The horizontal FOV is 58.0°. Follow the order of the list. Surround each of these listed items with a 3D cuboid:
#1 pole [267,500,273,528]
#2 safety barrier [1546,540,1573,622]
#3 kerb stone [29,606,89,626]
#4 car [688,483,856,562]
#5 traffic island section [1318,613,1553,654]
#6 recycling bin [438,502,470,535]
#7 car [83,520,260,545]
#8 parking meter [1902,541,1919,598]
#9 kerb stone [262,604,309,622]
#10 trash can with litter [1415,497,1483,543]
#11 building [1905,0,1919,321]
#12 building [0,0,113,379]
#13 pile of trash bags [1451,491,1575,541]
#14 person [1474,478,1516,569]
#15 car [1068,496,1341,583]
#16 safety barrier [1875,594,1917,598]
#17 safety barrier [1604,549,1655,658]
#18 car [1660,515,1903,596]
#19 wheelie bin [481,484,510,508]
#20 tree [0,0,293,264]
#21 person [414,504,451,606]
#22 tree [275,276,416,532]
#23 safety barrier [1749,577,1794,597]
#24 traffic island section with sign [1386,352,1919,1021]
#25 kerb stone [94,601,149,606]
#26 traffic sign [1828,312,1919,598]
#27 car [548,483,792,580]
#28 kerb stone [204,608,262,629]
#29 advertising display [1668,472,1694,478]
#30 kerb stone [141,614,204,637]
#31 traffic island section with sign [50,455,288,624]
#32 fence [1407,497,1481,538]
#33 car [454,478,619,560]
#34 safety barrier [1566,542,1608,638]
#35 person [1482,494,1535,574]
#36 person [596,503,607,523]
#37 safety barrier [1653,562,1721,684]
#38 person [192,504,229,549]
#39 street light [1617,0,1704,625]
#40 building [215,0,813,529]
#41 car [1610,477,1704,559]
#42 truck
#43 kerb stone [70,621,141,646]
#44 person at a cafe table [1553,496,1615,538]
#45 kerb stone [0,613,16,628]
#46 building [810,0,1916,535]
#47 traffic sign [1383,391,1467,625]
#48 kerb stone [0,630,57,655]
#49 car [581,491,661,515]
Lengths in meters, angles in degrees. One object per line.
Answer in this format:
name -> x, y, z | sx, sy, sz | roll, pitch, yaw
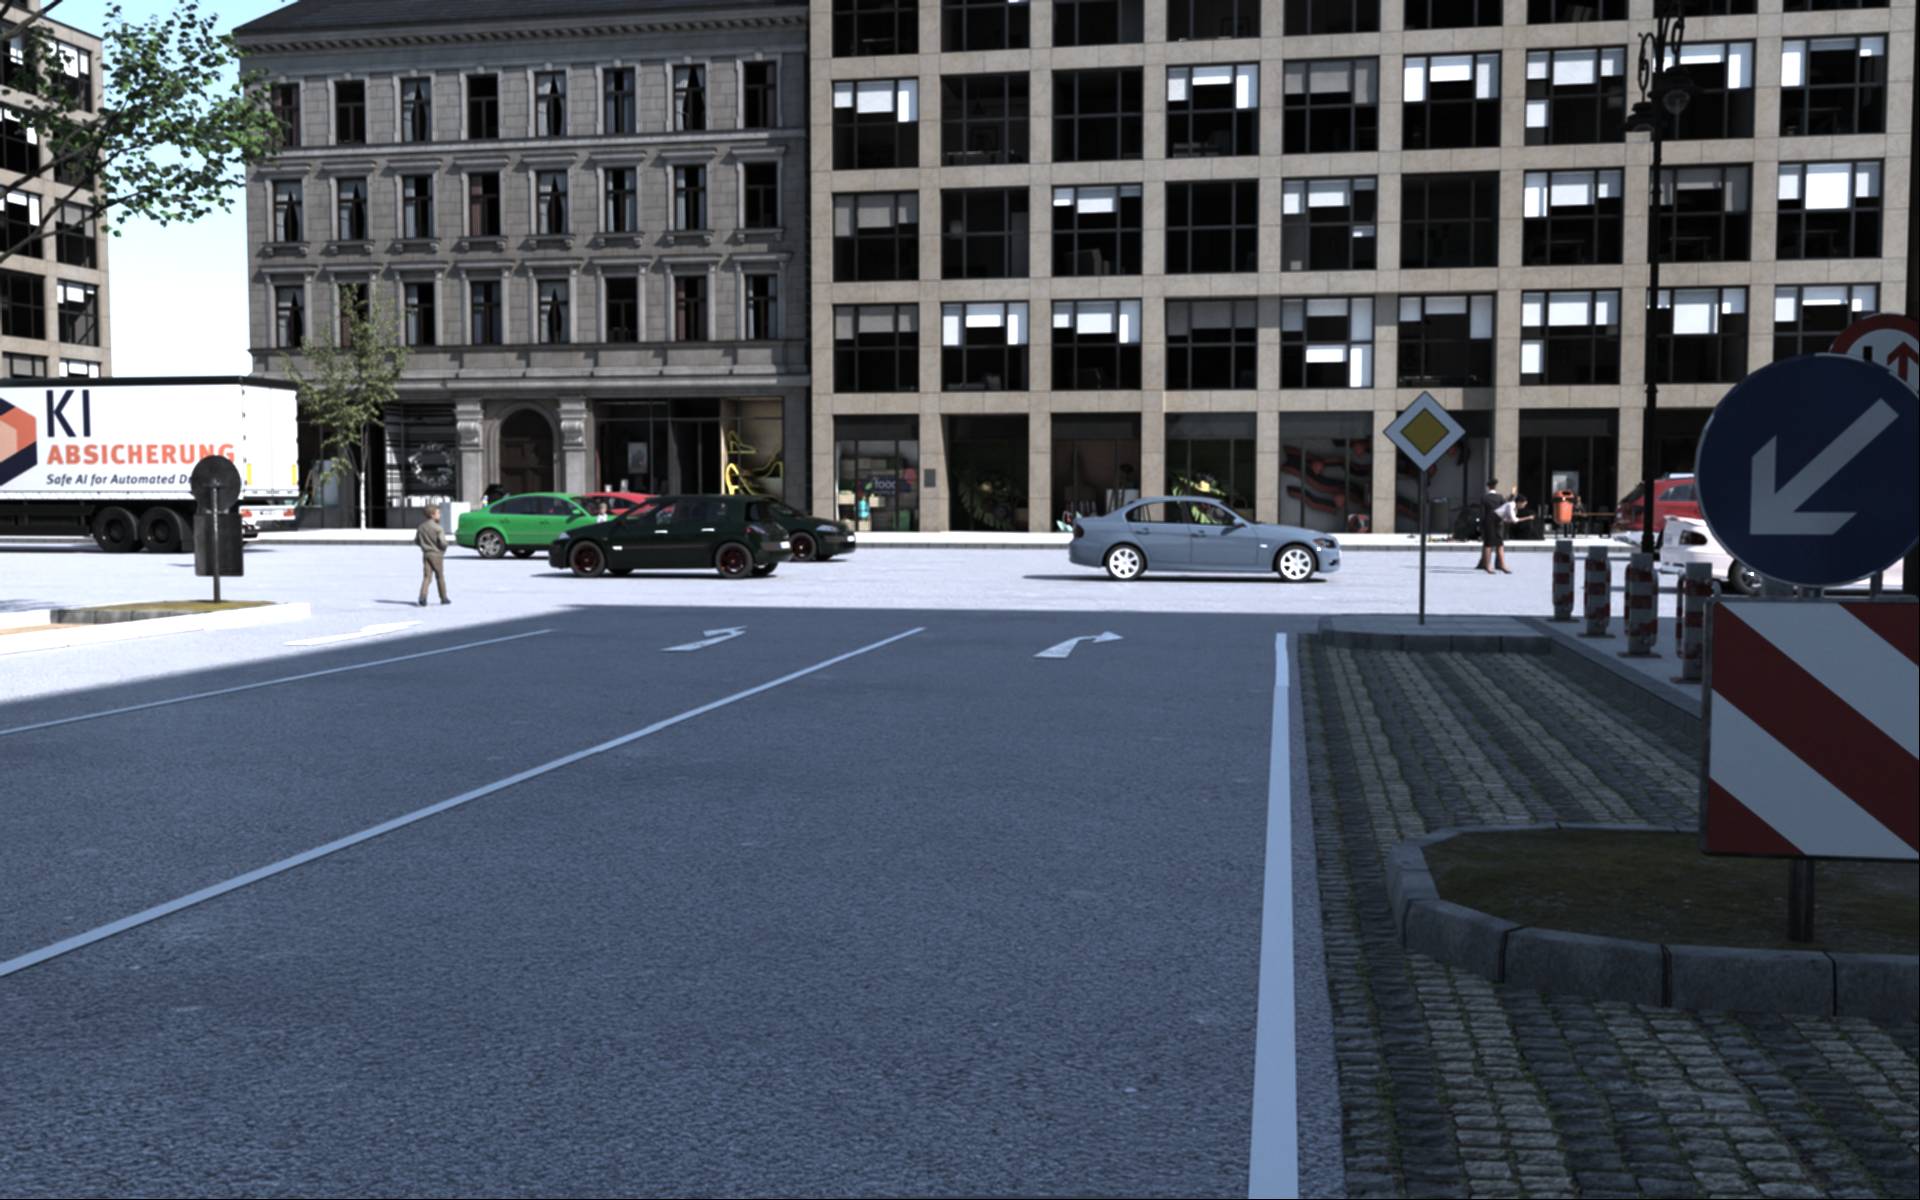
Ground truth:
pole -> -24.018, -4.057, 60.182 | 0.158, 3.312, 0.155 | 0, 3, 0
safety barrier -> 6.062, -0.192, 17.407 | 0.300, 0.817, 1.120 | 1, 4, 11
kerb stone -> -10.037, 0.181, 19.228 | 0.120, 0.150, 1.000 | 1, 4, 11
car -> -4.348, -1.682, 37.279 | 4.222, 1.686, 2.009 | 1, 4, 12
traffic island section -> 4.563, 0.320, 17.043 | 2.009, 0.180, 2.903 | 1, 4, 11
recycling bin -> -15.879, -2.560, 54.415 | 0.722, 1.027, 0.722 | 3, 4, 38
car -> -21.641, -2.154, 47.584 | 4.827, 1.381, 2.083 | 1, 4, 12
parking meter -> 5.435, -0.073, 9.600 | 0.372, 1.533, 0.369 | 0, 3, 0
kerb stone -> -7.789, 0.147, 19.853 | 0.120, 0.150, 1.000 | 1, 4, 11
trash can with litter -> 13.229, -2.154, 46.272 | 2.233, 1.210, 1.678 | 0, 4, 7
building -> 44.767, -13.683, 56.997 | 30.059, 22.955, 16.112 | 1, 4, 11
building -> -59.878, -16.723, 77.942 | 34.151, 26.468, 19.350 | 1, 4, 11
pile of trash bags -> 15.626, -2.366, 48.430 | 3.447, 1.369, 1.912 | -1, 4, -17
person -> 10.213, -1.449, 33.002 | 0.742, 1.727, 0.445 | -2, 4, -30
car -> 4.060, -1.032, 28.878 | 4.499, 1.417, 2.014 | 1, 4, 9
safety barrier -> 4.300, 0.385, 7.980 | 0.300, 0.817, 1.120 | 1, 4, 11
safety barrier -> 5.357, 0.039, 13.633 | 0.300, 0.817, 1.120 | 1, 4, 11
car -> 12.684, -0.772, 24.979 | 4.827, 1.381, 2.083 | 1, 4, 10
wheelie bin -> -14.321, -2.793, 53.574 | 0.693, 1.594, 0.980 | 2, 4, 25
tree -> -9.388, -5.312, 15.057 | 9.928, 11.665, 9.643 | 0, 3, 0
person -> -6.796, -0.581, 22.269 | 0.475, 1.303, 0.640 | 1, 4, 9
tree -> -20.318, -6.588, 58.079 | 4.737, 8.622, 4.395 | 0, 3, 0
safety barrier -> 4.646, 0.270, 9.866 | 0.300, 0.817, 1.120 | 1, 4, 11
traffic island section with sign -> 2.451, 0.181, 5.663 | 1.989, 1.847, 2.006 | 1, 4, 11
kerb stone -> -9.849, 0.120, 20.237 | 0.120, 0.150, 1.000 | 1, 4, 11
traffic sign -> 6.514, -0.744, 12.271 | 0.768, 2.556, 0.104 | 1, 4, 16
car -> -5.007, -1.238, 30.034 | 4.222, 1.686, 2.009 | 1, 4, 10
kerb stone -> -7.970, 0.205, 18.843 | 0.120, 0.150, 1.000 | 1, 4, 11
advertising display -> 21.093, -2.763, 50.387 | 0.974, 1.923, 0.123 | 1, 4, 14
kerb stone -> -8.173, 0.267, 17.834 | 0.120, 0.150, 1.000 | 1, 4, 11
traffic island section with sign -> -8.856, -0.713, 19.788 | 2.006, 1.907, 1.989 | 1, 4, 11
fence -> 14.317, -2.422, 50.805 | 2.264, 1.192, 0.480 | 0, 4, 7
car -> -8.767, -1.807, 38.340 | 4.718, 1.807, 1.959 | 1, 4, 11
safety barrier -> 5.708, -0.076, 15.518 | 0.300, 0.817, 1.120 | 1, 4, 11
person -> 9.820, -1.192, 31.170 | 0.799, 1.438, 0.628 | -1, 4, -13
person -> -7.312, -1.361, 35.429 | 0.332, 1.250, 0.352 | -3, 4, -37
safety barrier -> 5.002, 0.154, 11.749 | 0.300, 0.817, 1.120 | 1, 4, 11
person -> -14.698, -1.549, 33.928 | 0.694, 1.812, 0.767 | 0, 4, -1
street light -> 6.436, -2.647, 16.074 | 0.468, 5.910, 1.993 | 1, 4, 11
building -> -23.949, -13.232, 67.248 | 40.483, 20.767, 10.553 | 1, 4, 11
car -> 16.844, -1.749, 37.275 | 5.304, 1.827, 2.281 | 1, 4, 9
truck -> -22.188, -3.312, 43.060 | 11.283, 4.237, 2.839 | 1, 4, 11
kerb stone -> -8.358, 0.328, 16.826 | 0.120, 0.150, 1.000 | 1, 4, 11
person at a cafe table -> 18.282, -2.442, 50.791 | 1.698, 1.238, 1.726 | 0, 4, 1
kerb stone -> -10.237, 0.246, 18.222 | 0.120, 0.150, 1.000 | 1, 4, 11
building -> 13.476, -15.883, 64.209 | 34.151, 26.468, 19.350 | 1, 4, 11
traffic sign -> 4.538, -0.815, 16.970 | 0.795, 2.450, 0.064 | 1, 4, 11
kerb stone -> -8.554, 0.390, 15.814 | 0.120, 0.150, 1.000 | 1, 4, 11
car -> -9.298, -2.143, 44.077 | 4.494, 1.783, 2.155 | 1, 4, 11
